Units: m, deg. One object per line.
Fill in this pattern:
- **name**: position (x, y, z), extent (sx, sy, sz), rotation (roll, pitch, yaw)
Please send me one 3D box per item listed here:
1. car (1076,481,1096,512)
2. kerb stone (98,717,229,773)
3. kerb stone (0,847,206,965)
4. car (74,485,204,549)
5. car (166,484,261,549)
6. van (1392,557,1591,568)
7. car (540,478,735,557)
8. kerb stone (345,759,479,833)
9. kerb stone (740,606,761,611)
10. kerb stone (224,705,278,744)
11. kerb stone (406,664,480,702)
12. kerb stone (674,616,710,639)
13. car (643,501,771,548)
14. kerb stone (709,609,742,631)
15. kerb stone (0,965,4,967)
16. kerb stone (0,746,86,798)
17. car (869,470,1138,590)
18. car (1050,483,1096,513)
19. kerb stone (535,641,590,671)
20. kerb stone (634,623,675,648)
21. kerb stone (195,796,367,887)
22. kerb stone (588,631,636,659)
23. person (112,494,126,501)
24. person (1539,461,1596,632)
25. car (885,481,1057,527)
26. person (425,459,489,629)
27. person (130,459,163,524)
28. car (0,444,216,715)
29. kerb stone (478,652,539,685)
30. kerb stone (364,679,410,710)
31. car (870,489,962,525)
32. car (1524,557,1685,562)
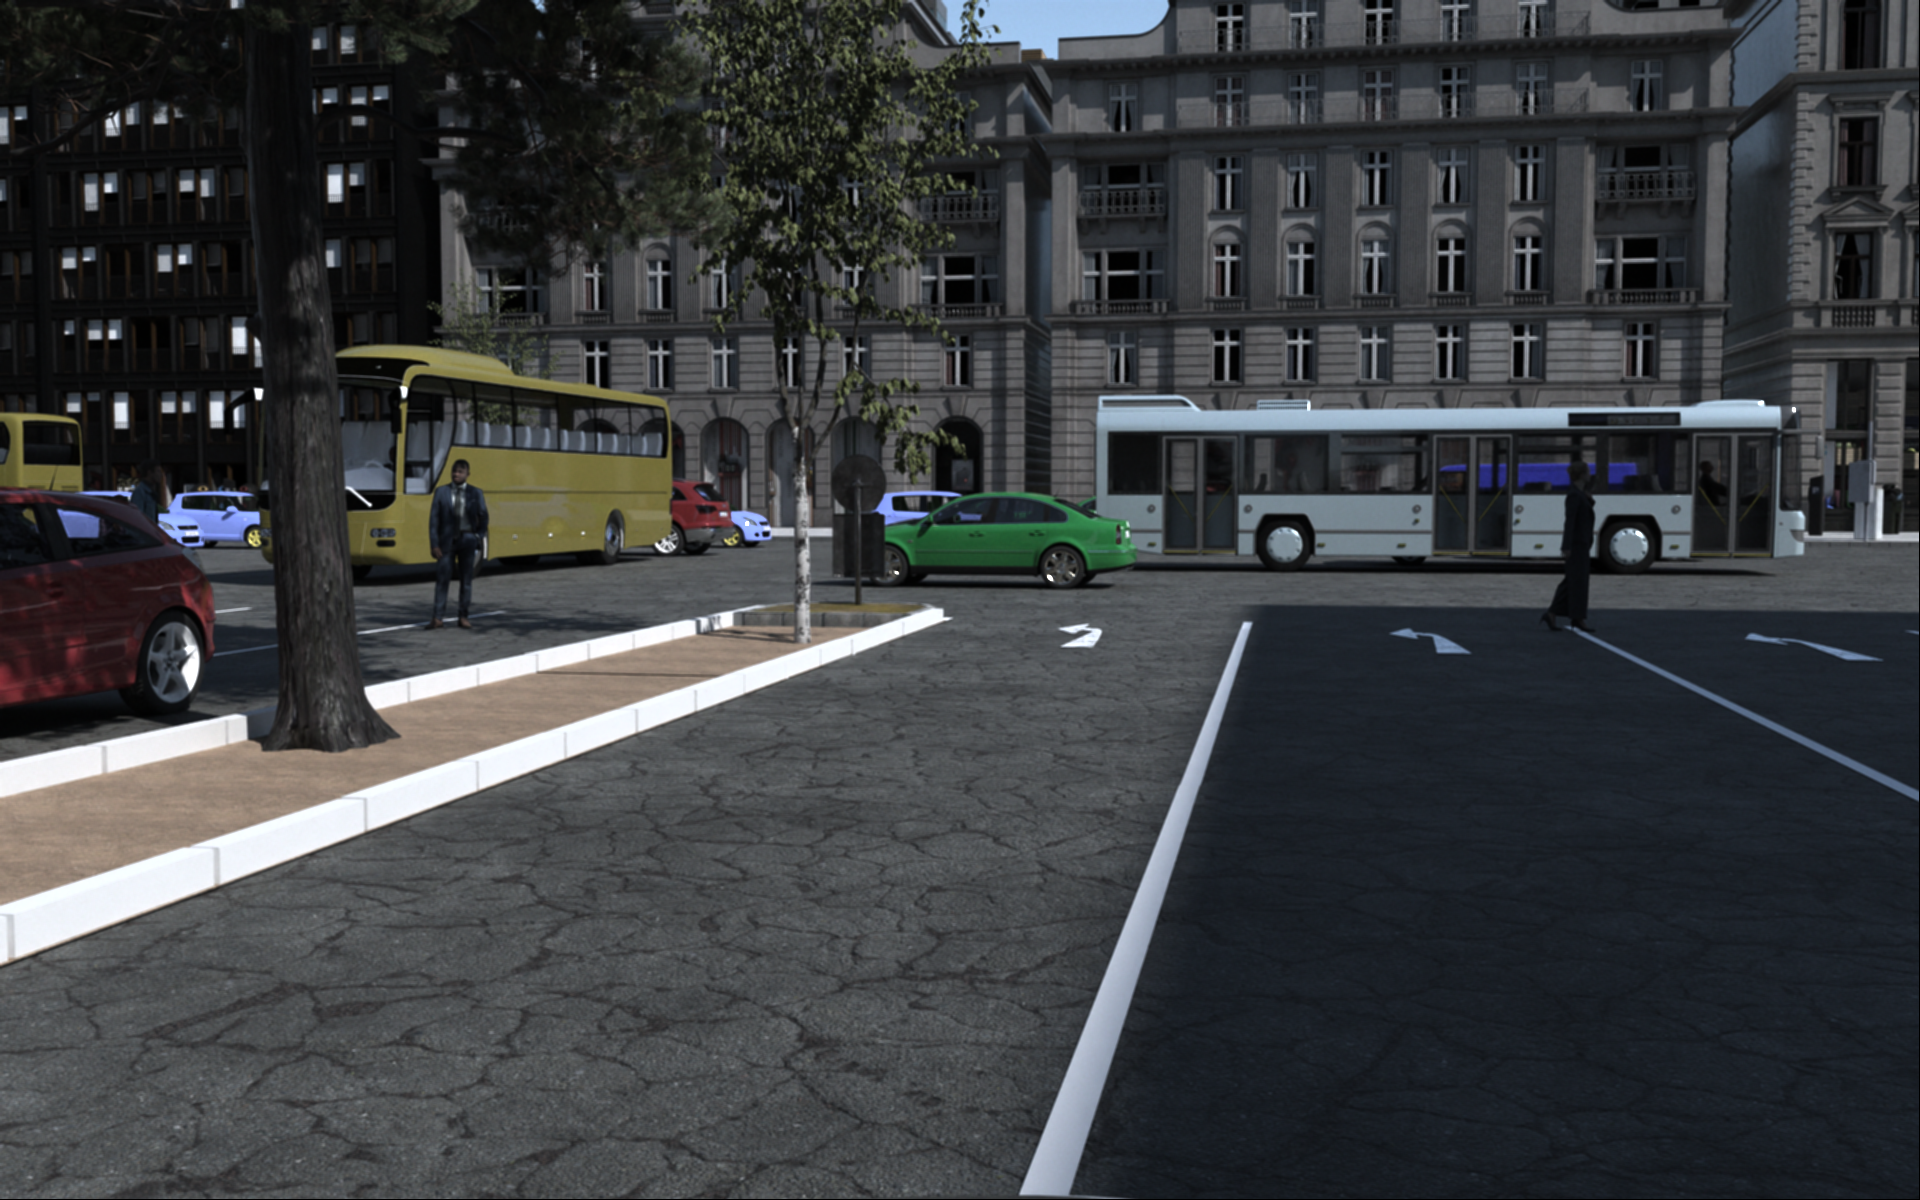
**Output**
- **car**: position (4.713, -2.284, 46.139), extent (4.718, 1.807, 1.959), rotation (1, 4, 9)
- **kerb stone**: position (-4.314, 0.787, 9.335), extent (0.120, 0.150, 1.000), rotation (1, 4, 11)
- **kerb stone**: position (-2.861, 1.006, 5.807), extent (0.120, 0.150, 1.000), rotation (1, 4, 11)
- **car**: position (-19.860, -1.925, 41.068), extent (3.694, 1.707, 1.945), rotation (1, 4, 11)
- **car**: position (-19.168, -2.213, 45.777), extent (3.694, 1.707, 1.945), rotation (1, 4, 10)
- **van**: position (10.822, -1.862, 34.822), extent (5.245, 2.365, 2.240), rotation (1, 4, 11)
- **car**: position (-7.977, -1.967, 40.832), extent (5.304, 1.827, 2.281), rotation (1, 4, 12)
- **kerb stone**: position (-2.470, 0.879, 7.823), extent (0.120, 0.150, 1.000), rotation (1, 4, 11)
- **kerb stone**: position (-2.372, 0.169, 19.451), extent (0.120, 0.150, 1.000), rotation (1, 4, 11)
- **kerb stone**: position (-4.127, 0.727, 10.351), extent (0.120, 0.150, 1.000), rotation (1, 4, 11)
- **kerb stone**: position (-3.735, 0.602, 12.369), extent (0.120, 0.150, 1.000), rotation (1, 4, 11)
- **kerb stone**: position (-2.766, 0.292, 17.425), extent (0.120, 0.150, 1.000), rotation (1, 4, 11)
- **car**: position (-6.964, -2.283, 46.919), extent (3.694, 1.707, 1.945), rotation (1, 4, 12)
- **kerb stone**: position (-2.566, 0.230, 18.433), extent (0.120, 0.150, 1.000), rotation (1, 4, 11)
- **kerb stone**: position (-3.055, 1.067, 4.798), extent (0.120, 0.150, 1.000), rotation (1, 4, 11)
- **kerb stone**: position (-4.518, 0.848, 8.328), extent (0.120, 0.150, 1.000), rotation (1, 4, 11)
- **car**: position (0.396, -1.116, 27.050), extent (4.718, 1.807, 1.959), rotation (1, 4, 13)
- **car**: position (1.186, -2.135, 43.706), extent (4.718, 1.807, 1.959), rotation (1, 4, 10)
- **kerb stone**: position (-3.348, 0.478, 14.386), extent (0.120, 0.150, 1.000), rotation (1, 4, 11)
- **kerb stone**: position (-2.957, 0.353, 16.416), extent (0.120, 0.150, 1.000), rotation (1, 4, 11)
- **kerb stone**: position (-2.662, 0.945, 6.815), extent (0.120, 0.150, 1.000), rotation (1, 4, 11)
- **kerb stone**: position (-3.153, 0.415, 15.405), extent (0.120, 0.150, 1.000), rotation (1, 4, 11)
- **person**: position (-9.108, -0.432, 18.800), extent (0.421, 1.427, 0.697), rotation (-2, 4, -26)
- **person**: position (6.370, -0.557, 18.023), extent (0.534, 1.772, 0.576), rotation (0, 4, 2)
- **car**: position (0.258, -1.411, 32.857), extent (4.222, 1.686, 2.009), rotation (1, 4, 9)
- **person**: position (-5.413, -0.605, 18.581), extent (0.721, 1.800, 0.419), rotation (-2, 4, -25)
- **person**: position (-8.183, -0.517, 17.302), extent (0.444, 1.785, 0.601), rotation (-1, 4, -13)
- **car**: position (-6.261, -0.060, 10.016), extent (2.155, 1.783, 4.494), rotation (1, 4, 11)
- **kerb stone**: position (-3.542, 0.545, 13.379), extent (0.120, 0.150, 1.000), rotation (1, 4, 11)
- **kerb stone**: position (-3.928, 0.663, 11.358), extent (0.120, 0.150, 1.000), rotation (1, 4, 11)
- **car**: position (-0.351, -1.892, 40.520), extent (3.694, 1.707, 1.945), rotation (1, 4, 13)
- **car**: position (13.991, -1.748, 37.624), extent (4.494, 1.783, 2.155), rotation (1, 4, 13)
